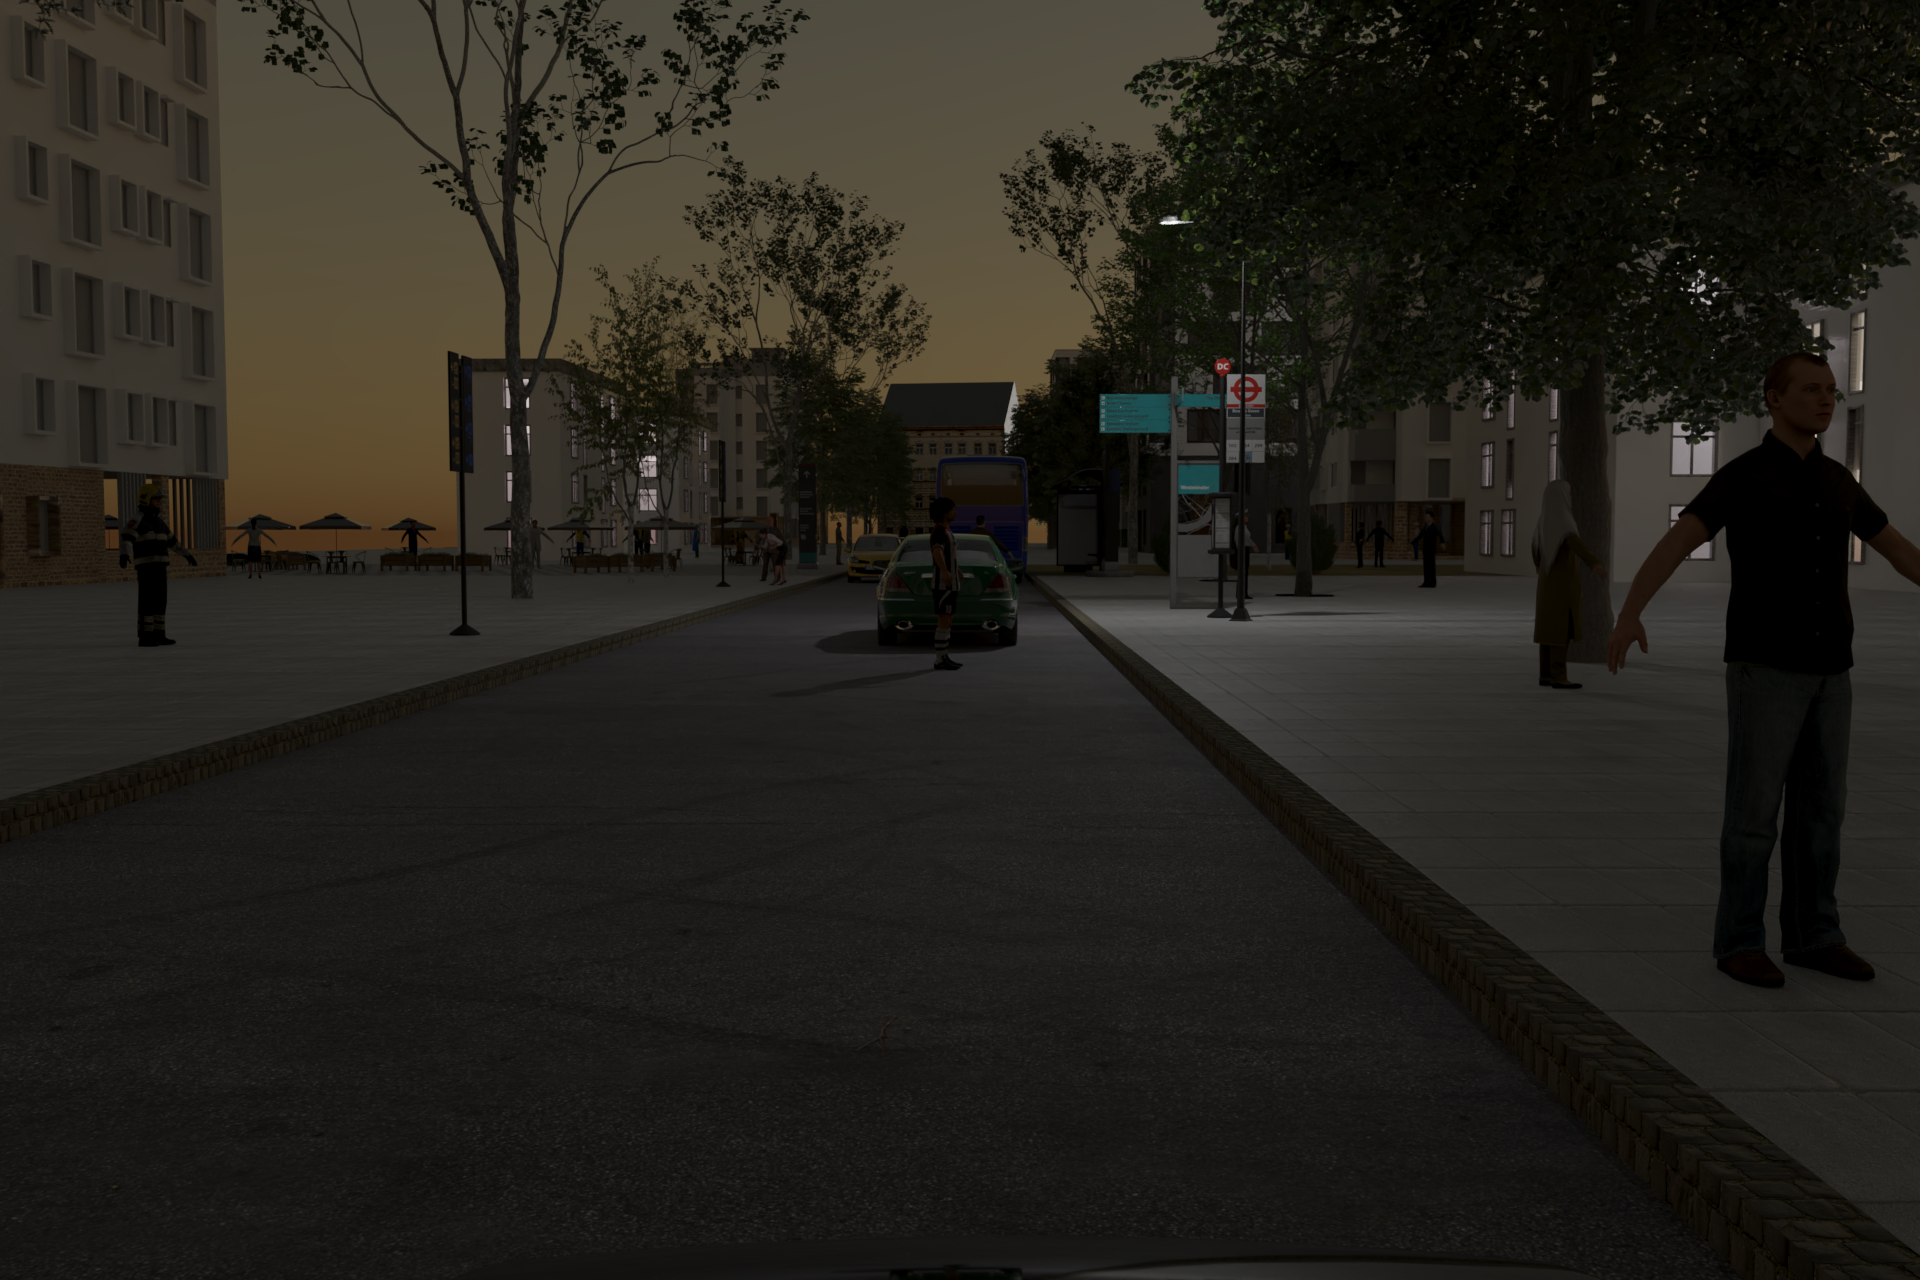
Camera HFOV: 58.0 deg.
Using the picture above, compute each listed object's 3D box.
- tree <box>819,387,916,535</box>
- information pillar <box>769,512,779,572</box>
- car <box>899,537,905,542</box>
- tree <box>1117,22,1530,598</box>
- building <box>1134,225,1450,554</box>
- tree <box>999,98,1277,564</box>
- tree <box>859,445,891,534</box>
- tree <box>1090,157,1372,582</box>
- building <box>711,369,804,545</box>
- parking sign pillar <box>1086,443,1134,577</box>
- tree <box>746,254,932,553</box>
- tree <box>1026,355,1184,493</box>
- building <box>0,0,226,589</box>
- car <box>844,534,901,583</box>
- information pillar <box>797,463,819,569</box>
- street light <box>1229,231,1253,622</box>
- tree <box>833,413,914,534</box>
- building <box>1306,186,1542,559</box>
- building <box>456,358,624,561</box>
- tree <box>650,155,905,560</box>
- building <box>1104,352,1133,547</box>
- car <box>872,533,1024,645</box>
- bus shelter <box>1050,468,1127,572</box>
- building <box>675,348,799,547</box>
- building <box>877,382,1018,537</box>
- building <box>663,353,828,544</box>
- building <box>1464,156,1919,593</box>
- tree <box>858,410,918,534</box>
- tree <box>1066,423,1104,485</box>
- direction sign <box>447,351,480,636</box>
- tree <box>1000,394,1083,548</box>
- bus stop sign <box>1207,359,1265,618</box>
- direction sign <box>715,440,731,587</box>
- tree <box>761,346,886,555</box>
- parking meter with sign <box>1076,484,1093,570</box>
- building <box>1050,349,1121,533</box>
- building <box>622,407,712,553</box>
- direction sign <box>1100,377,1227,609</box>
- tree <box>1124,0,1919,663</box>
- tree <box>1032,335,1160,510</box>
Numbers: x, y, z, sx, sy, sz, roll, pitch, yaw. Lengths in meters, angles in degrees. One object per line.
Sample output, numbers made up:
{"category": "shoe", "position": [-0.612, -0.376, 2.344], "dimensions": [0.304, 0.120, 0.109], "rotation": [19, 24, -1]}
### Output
{"category": "tree", "position": [-7.236, -13.189, 133.759], "dimensions": [7.486, 12.596, 7.792], "rotation": [0, 3, 0]}
{"category": "information pillar", "position": [-6.325, -3.329, 58.923], "dimensions": [0.304, 2.012, 0.304], "rotation": [0, 4, 1]}
{"category": "car", "position": [-1.906, -2.901, 60.007], "dimensions": [1.945, 1.354, 3.894], "rotation": [0, 4, 0]}
{"category": "tree", "position": [7.235, -6.700, 35.302], "dimensions": [9.928, 11.665, 9.643], "rotation": [0, 3, 0]}
{"category": "building", "position": [26.655, -17.431, 128.972], "dimensions": [27.936, 21.610, 32.646], "rotation": [0, 4, 1]}
{"category": "tree", "position": [8.887, -13.308, 73.471], "dimensions": [12.611, 20.169, 13.585], "rotation": [0, 3, 0]}
{"category": "tree", "position": [-7.029, -11.679, 141.319], "dimensions": [4.360, 8.622, 3.978], "rotation": [0, 3, 0]}
{"category": "tree", "position": [7.204, -7.374, 46.320], "dimensions": [9.928, 11.665, 9.643], "rotation": [0, 3, 0]}
{"category": "building", "position": [-23.716, -20.655, 194.131], "dimensions": [16.016, 20.090, 11.380], "rotation": [0, 4, 0]}
{"category": "parking sign pillar", "position": [4.522, -3.893, 52.121], "dimensions": [1.447, 3.967, 1.447], "rotation": [0, 4, 0]}
{"category": "tree", "position": [-9.117, -16.091, 118.973], "dimensions": [12.611, 20.169, 13.585], "rotation": [0, 3, 0]}
{"category": "tree", "position": [7.495, -9.496, 89.668], "dimensions": [8.767, 10.594, 7.601], "rotation": [0, 4, 8]}
{"category": "building", "position": [-27.465, -11.186, 39.314], "dimensions": [16.016, 20.090, 11.380], "rotation": [0, 4, 1]}
{"category": "car", "position": [-2.458, -2.569, 52.228], "dimensions": [2.015, 1.641, 3.980], "rotation": [0, 4, 1]}
{"category": "information pillar", "position": [-5.585, -4.542, 63.637], "dimensions": [0.750, 3.857, 0.750], "rotation": [0, 3, 0]}
{"category": "street light", "position": [4.685, -3.231, 25.372], "dimensions": [1.470, 5.913, 1.316], "rotation": [0, 4, 1]}
{"category": "tree", "position": [-7.809, -13.580, 147.793], "dimensions": [9.928, 11.665, 9.643], "rotation": [0, 3, 0]}
{"category": "building", "position": [25.018, -14.886, 99.809], "dimensions": [16.016, 20.090, 11.380], "rotation": [0, 4, 0]}
{"category": "building", "position": [-23.257, -9.469, 96.958], "dimensions": [9.099, 9.664, 28.070], "rotation": [0, 4, 1]}
{"category": "tree", "position": [-9.225, -14.132, 86.955], "dimensions": [12.611, 20.169, 13.585], "rotation": [0, 3, 0]}
{"category": "building", "position": [24.078, -18.898, 175.433], "dimensions": [16.747, 18.905, 31.486], "rotation": [0, 4, 1]}
{"category": "car", "position": [-0.166, -0.730, 23.738], "dimensions": [2.131, 1.459, 4.920], "rotation": [0, 4, 0]}
{"category": "bus shelter", "position": [4.055, -3.782, 55.752], "dimensions": [2.014, 3.302, 5.546], "rotation": [0, 4, -1]}
{"category": "building", "position": [-22.915, -19.598, 176.847], "dimensions": [16.016, 20.090, 11.380], "rotation": [0, 4, 2]}
{"category": "building", "position": [-1.128, -25.462, 249.682], "dimensions": [18.063, 23.208, 19.493], "rotation": [1, 4, 10]}
{"category": "building", "position": [-26.891, -23.694, 218.332], "dimensions": [19.493, 23.208, 18.063], "rotation": [0, 4, 2]}
{"category": "building", "position": [21.748, -6.329, 45.628], "dimensions": [9.099, 9.664, 28.070], "rotation": [0, 4, 0]}
{"category": "tree", "position": [-7.205, -14.676, 158.071], "dimensions": [7.486, 12.596, 7.792], "rotation": [0, 3, 0]}
{"category": "tree", "position": [7.853, -9.847, 111.363], "dimensions": [4.360, 8.622, 3.978], "rotation": [0, 3, 0]}
{"category": "direction sign", "position": [-6.297, -1.830, 21.914], "dimensions": [0.379, 3.537, 0.876], "rotation": [0, 4, 2]}
{"category": "tree", "position": [8.515, -15.299, 156.800], "dimensions": [9.857, 13.997, 8.962], "rotation": [0, 3, 0]}
{"category": "bus stop sign", "position": [4.216, -2.309, 26.450], "dimensions": [0.855, 3.939, 0.416], "rotation": [0, 4, 1]}
{"category": "direction sign", "position": [-5.765, -3.062, 42.054], "dimensions": [0.379, 3.537, 0.876], "rotation": [0, 4, 1]}
{"category": "tree", "position": [-8.400, -11.454, 105.396], "dimensions": [7.486, 12.596, 7.792], "rotation": [0, 3, 0]}
{"category": "parking meter with sign", "position": [4.358, -3.894, 59.929], "dimensions": [0.543, 3.016, 1.738], "rotation": [0, 4, -1]}
{"category": "building", "position": [24.582, -22.257, 207.881], "dimensions": [27.936, 21.610, 32.646], "rotation": [0, 4, 0]}
{"category": "building", "position": [-22.924, -11.401, 128.549], "dimensions": [9.099, 9.664, 28.070], "rotation": [0, 4, 0]}
{"category": "direction sign", "position": [3.632, -2.458, 28.947], "dimensions": [2.525, 3.948, 1.411], "rotation": [0, 4, 1]}
{"category": "tree", "position": [6.291, -6.751, 17.041], "dimensions": [9.857, 13.997, 8.962], "rotation": [0, 3, 0]}
{"category": "tree", "position": [7.673, -11.047, 98.740], "dimensions": [7.486, 12.596, 7.792], "rotation": [0, 3, 0]}
